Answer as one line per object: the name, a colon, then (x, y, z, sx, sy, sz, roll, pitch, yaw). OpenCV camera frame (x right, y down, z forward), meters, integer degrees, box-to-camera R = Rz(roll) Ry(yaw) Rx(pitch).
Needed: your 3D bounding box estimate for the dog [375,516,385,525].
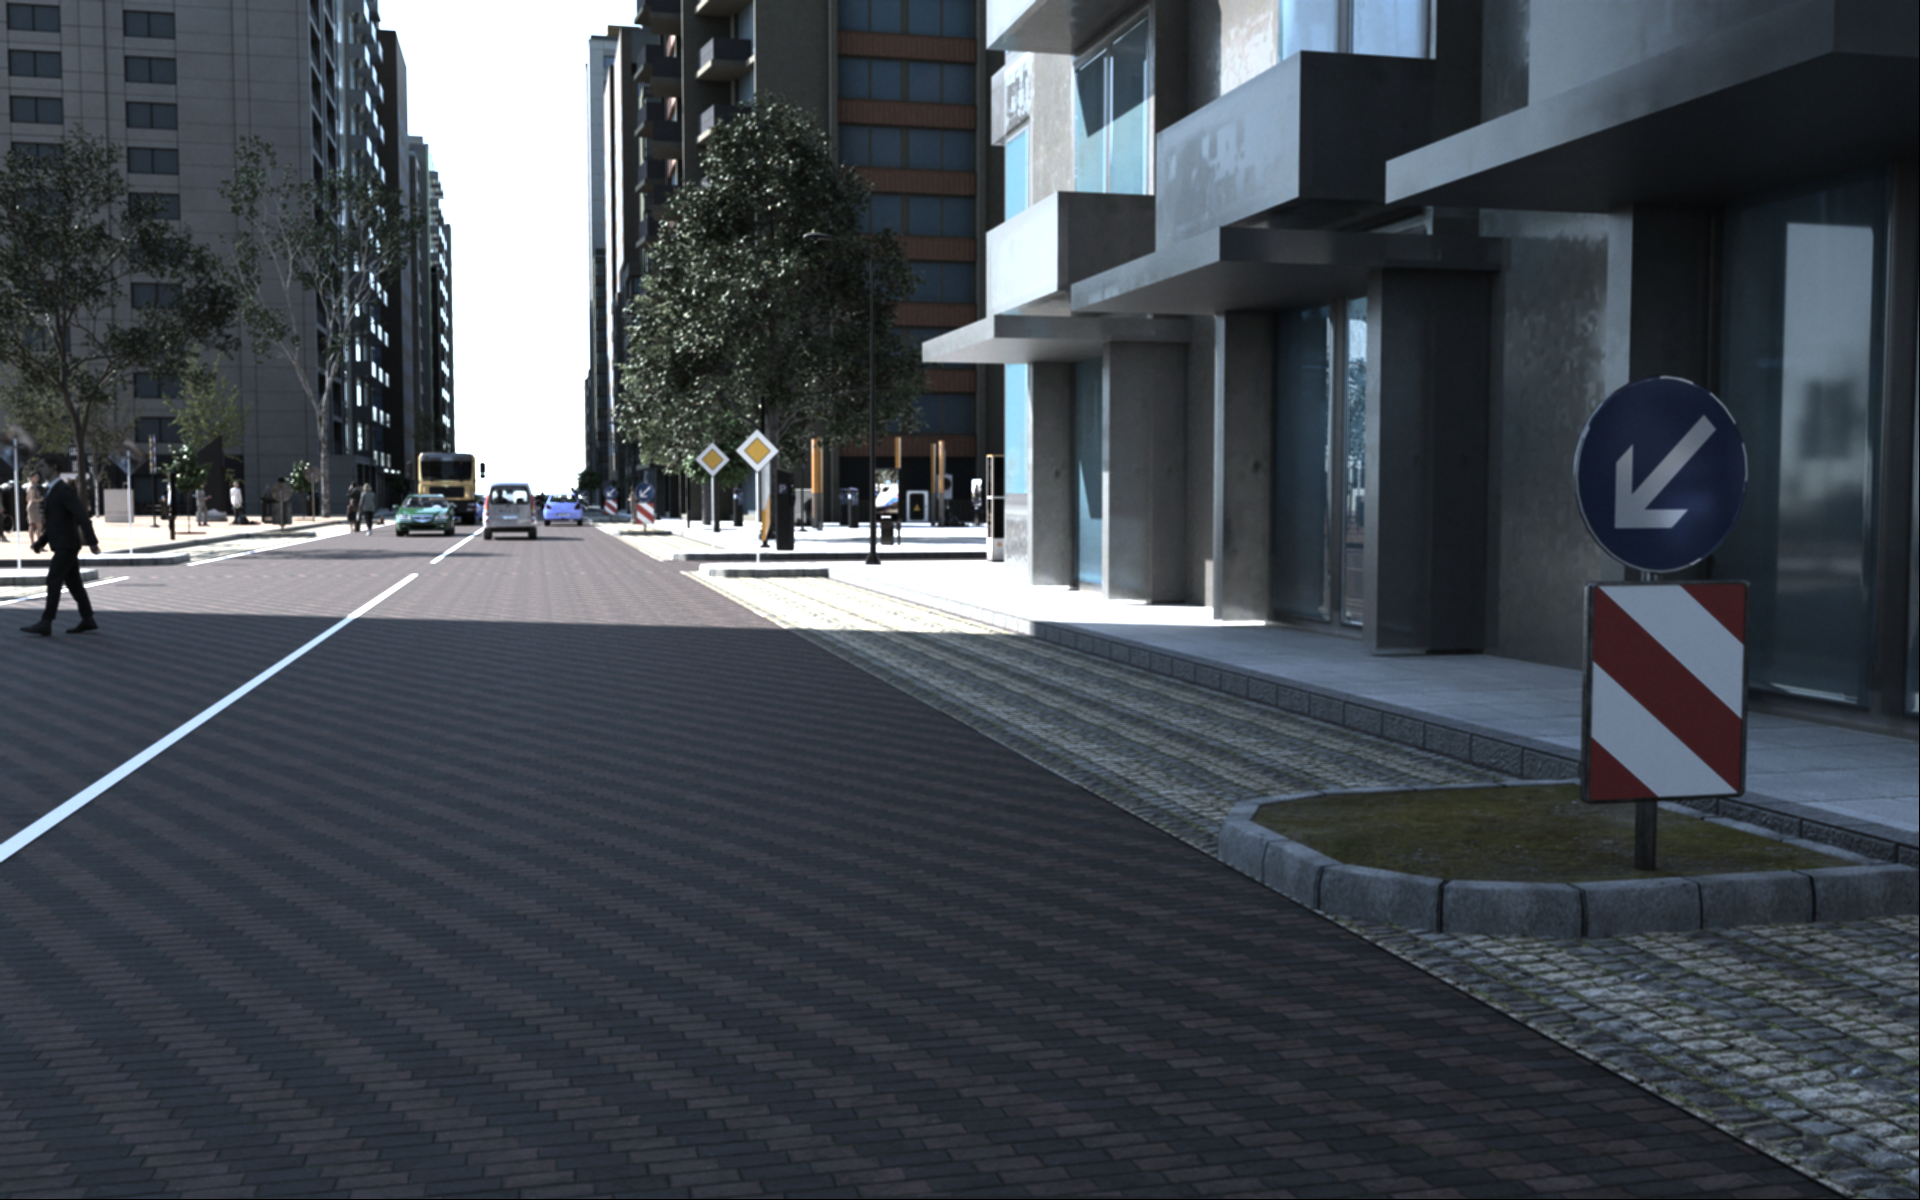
dog: (-26.944, -3.677, 80.309, 0.748, 0.427, 0.550, -3, 5, -39)

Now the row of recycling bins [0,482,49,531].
row of recycling bins: (-33.039, -3.295, 60.989, 1.069, 1.692, 3.534, 1, 4, 17)

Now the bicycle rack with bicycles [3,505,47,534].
bicycle rack with bicycles: (-30.536, -2.632, 56.417, 2.852, 0.926, 2.925, 0, 4, -7)

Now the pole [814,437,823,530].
pole: (-5.002, -4.162, 61.897, 0.158, 3.312, 0.155, 0, 3, 0)

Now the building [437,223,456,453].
building: (-81.344, -34.806, 252.667, 14.154, 41.232, 14.086, -1, 4, -14)

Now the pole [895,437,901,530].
pole: (-2.220, -4.174, 62.083, 0.158, 3.312, 0.155, 0, 3, 0)

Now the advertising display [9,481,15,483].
advertising display: (-45.347, -4.754, 82.940, 0.123, 1.923, 0.974, -3, 5, -41)

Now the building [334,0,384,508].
building: (-58.627, -31.805, 139.617, 23.786, 49.044, 30.456, -1, 4, -14)

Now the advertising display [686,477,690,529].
advertising display: (-10.106, -3.622, 64.436, 0.123, 1.923, 0.974, -1, 4, -9)

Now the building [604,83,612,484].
building: (-29.334, -32.384, 179.590, 14.600, 45.320, 14.200, -1, 4, -14)

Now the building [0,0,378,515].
building: (-50.248, -41.342, 114.195, 20.563, 71.187, 20.611, -1, 4, -14)

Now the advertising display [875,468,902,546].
advertising display: (-1.818, -2.326, 43.239, 0.974, 1.923, 0.123, 3, 5, 44)

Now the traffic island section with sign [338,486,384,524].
traffic island section with sign: (-28.924, -4.590, 83.679, 1.989, 1.847, 2.006, -1, 4, -14)

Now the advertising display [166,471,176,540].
advertising display: (-22.089, -2.648, 48.508, 0.123, 1.923, 0.974, -2, 4, -30)

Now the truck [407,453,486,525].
truck: (-24.589, -5.337, 83.178, 3.469, 3.379, 9.791, -1, 4, -16)

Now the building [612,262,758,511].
building: (-14.639, -18.434, 146.430, 27.650, 21.520, 28.899, -1, 4, -14)

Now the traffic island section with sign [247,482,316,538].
traffic island section with sign: (-22.501, -2.989, 57.497, 1.989, 1.847, 2.006, -1, 4, -14)

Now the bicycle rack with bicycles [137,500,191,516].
bicycle rack with bicycles: (-46.195, -5.356, 100.952, 2.925, 0.926, 2.852, 3, 4, 39)

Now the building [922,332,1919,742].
building: (13.010, -24.271, 16.447, 23.786, 49.044, 30.456, -1, 4, -14)

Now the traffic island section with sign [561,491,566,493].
traffic island section with sign: (-35.941, -9.348, 161.459, 1.989, 1.847, 2.006, -1, 4, -14)

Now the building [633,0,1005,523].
building: (-5.632, -26.717, 91.447, 22.147, 44.769, 28.867, -1, 4, -14)

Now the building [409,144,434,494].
building: (-67.193, -31.291, 195.198, 14.154, 41.232, 14.086, -1, 4, -14)

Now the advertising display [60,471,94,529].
advertising display: (-25.248, -2.702, 49.385, 0.974, 1.923, 0.123, -1, 4, -10)

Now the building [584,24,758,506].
building: (-37.945, -41.878, 226.708, 21.231, 58.520, 28.212, -1, 4, -14)

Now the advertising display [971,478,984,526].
advertising display: (0.716, -3.968, 70.093, 0.123, 1.923, 0.974, -2, 4, -26)

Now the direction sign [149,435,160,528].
direction sign: (-30.837, -4.540, 66.232, 0.379, 3.537, 0.876, -3, 5, -39)

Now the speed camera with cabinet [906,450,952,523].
speed camera with cabinet: (-1.374, -5.075, 77.311, 2.038, 3.252, 0.660, 0, 4, -4)

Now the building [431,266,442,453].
building: (-70.530, -26.798, 209.856, 14.160, 30.474, 14.107, -1, 4, -14)

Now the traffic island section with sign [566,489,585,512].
traffic island section with sign: (-29.519, -7.746, 135.278, 1.989, 1.847, 2.006, -1, 4, -14)

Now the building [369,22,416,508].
building: (-59.565, -31.410, 163.667, 14.600, 45.320, 14.200, -1, 4, -14)

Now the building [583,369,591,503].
building: (-41.350, -25.188, 256.867, 27.650, 21.520, 28.899, -1, 4, -14)

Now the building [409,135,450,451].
building: (-79.986, -37.325, 229.875, 23.786, 49.044, 30.456, -1, 4, -14)

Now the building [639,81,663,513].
building: (-15.783, -21.534, 123.780, 14.160, 30.474, 14.107, -1, 4, -14)

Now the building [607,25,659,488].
building: (-25.566, -31.548, 165.918, 14.600, 45.320, 14.200, -1, 4, -14)

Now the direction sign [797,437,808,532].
direction sign: (-5.348, -4.078, 58.671, 0.379, 3.537, 0.876, 0, 4, 4)

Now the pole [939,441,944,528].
pole: (-0.711, -4.437, 66.395, 0.158, 3.312, 0.155, 0, 3, 0)

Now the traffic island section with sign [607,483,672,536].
traffic island section with sign: (-11.117, -3.160, 60.286, 1.989, 1.847, 2.006, -1, 4, -14)

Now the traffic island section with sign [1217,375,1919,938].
traffic island section with sign: (2.075, 0.127, 6.550, 1.989, 1.847, 2.006, -1, 4, -14)

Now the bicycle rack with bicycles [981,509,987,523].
bicycle rack with bicycles: (2.613, -3.914, 77.378, 2.925, 0.926, 2.852, 2, 4, 28)

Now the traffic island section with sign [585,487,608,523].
traffic island section with sign: (-17.672, -4.792, 86.971, 1.989, 1.847, 2.006, -1, 4, -14)

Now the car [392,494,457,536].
car: (-18.586, -2.964, 60.267, 2.131, 1.459, 4.920, -1, 4, -14)

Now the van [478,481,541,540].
van: (-14.553, -2.996, 55.988, 2.013, 2.044, 4.112, -1, 4, -15)

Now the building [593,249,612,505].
building: (-36.381, -26.575, 206.202, 14.160, 30.474, 14.107, -1, 4, -14)
